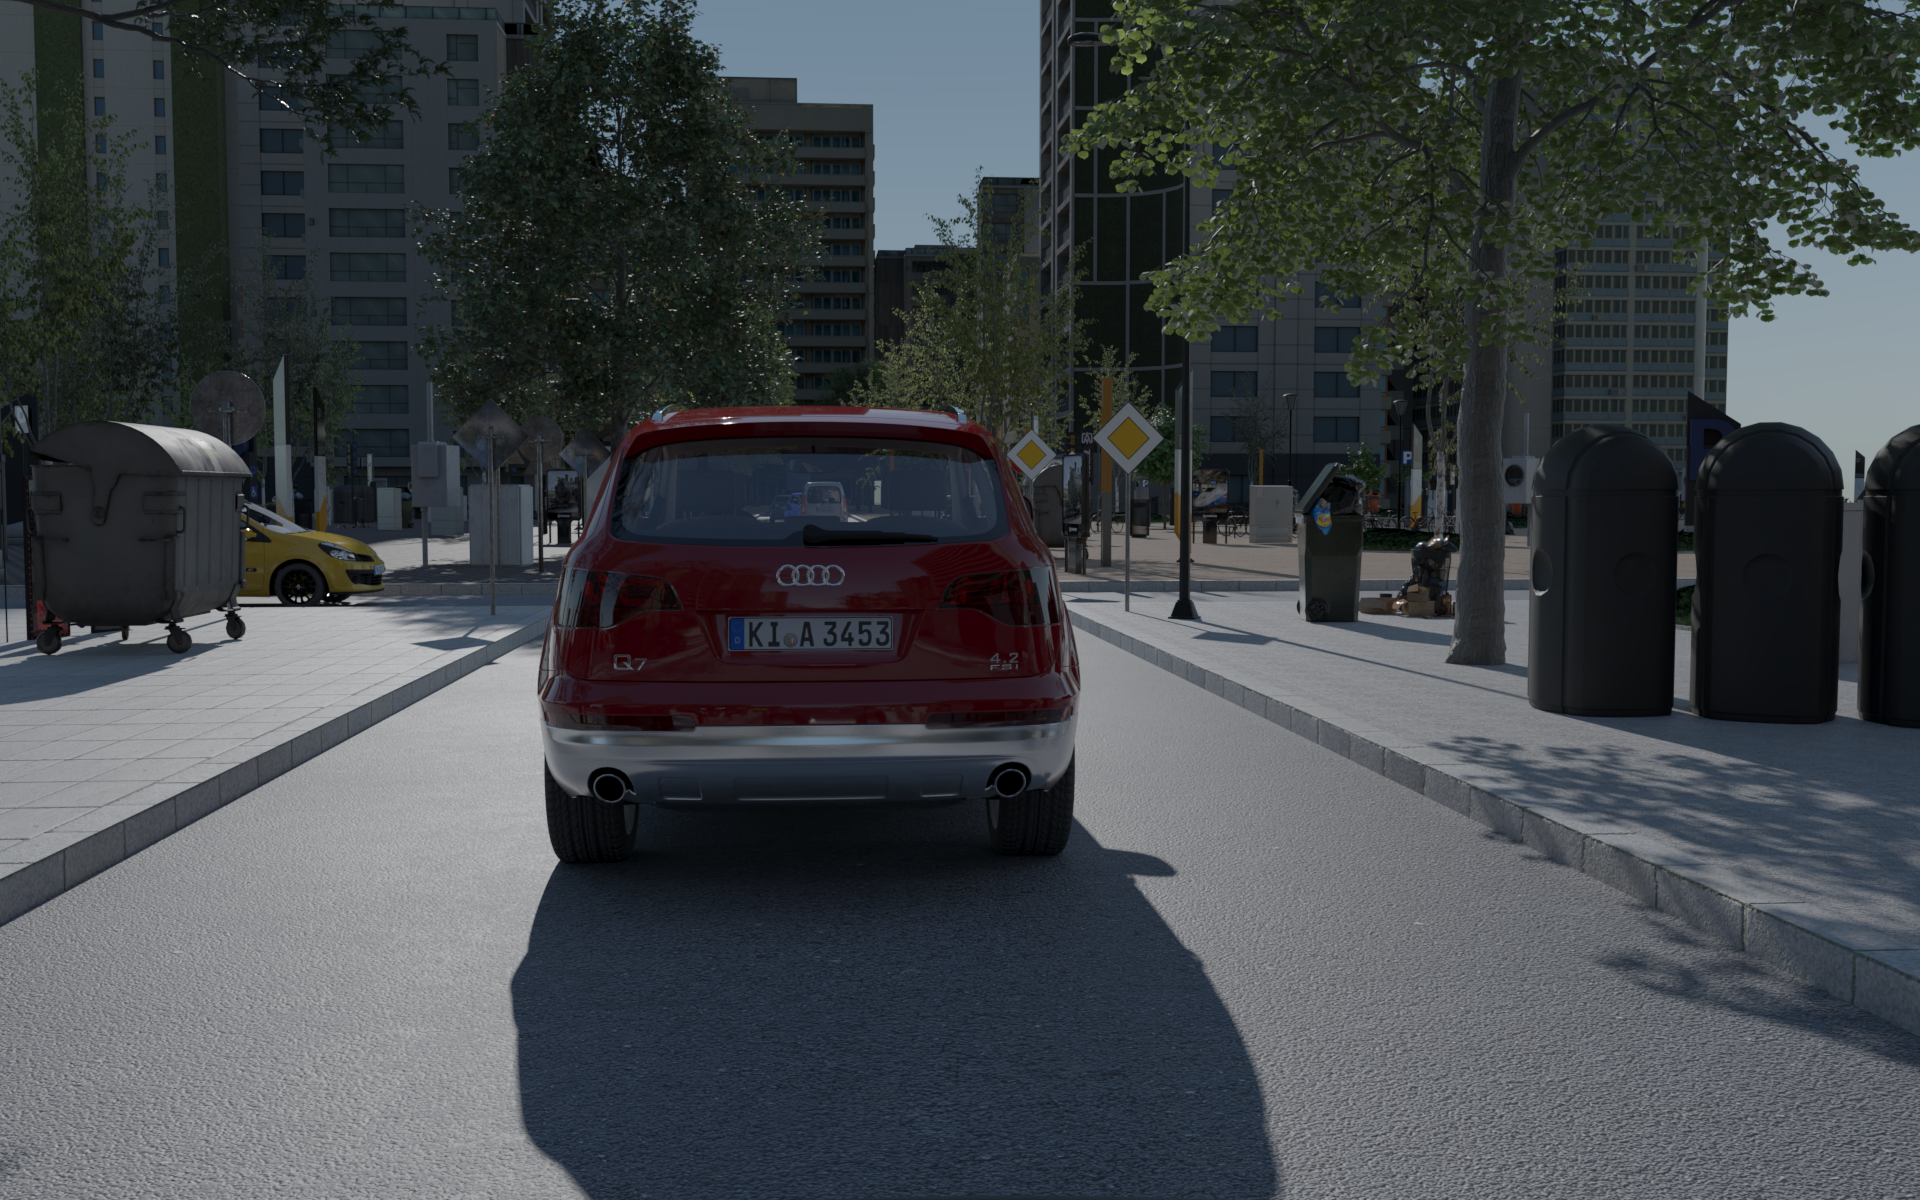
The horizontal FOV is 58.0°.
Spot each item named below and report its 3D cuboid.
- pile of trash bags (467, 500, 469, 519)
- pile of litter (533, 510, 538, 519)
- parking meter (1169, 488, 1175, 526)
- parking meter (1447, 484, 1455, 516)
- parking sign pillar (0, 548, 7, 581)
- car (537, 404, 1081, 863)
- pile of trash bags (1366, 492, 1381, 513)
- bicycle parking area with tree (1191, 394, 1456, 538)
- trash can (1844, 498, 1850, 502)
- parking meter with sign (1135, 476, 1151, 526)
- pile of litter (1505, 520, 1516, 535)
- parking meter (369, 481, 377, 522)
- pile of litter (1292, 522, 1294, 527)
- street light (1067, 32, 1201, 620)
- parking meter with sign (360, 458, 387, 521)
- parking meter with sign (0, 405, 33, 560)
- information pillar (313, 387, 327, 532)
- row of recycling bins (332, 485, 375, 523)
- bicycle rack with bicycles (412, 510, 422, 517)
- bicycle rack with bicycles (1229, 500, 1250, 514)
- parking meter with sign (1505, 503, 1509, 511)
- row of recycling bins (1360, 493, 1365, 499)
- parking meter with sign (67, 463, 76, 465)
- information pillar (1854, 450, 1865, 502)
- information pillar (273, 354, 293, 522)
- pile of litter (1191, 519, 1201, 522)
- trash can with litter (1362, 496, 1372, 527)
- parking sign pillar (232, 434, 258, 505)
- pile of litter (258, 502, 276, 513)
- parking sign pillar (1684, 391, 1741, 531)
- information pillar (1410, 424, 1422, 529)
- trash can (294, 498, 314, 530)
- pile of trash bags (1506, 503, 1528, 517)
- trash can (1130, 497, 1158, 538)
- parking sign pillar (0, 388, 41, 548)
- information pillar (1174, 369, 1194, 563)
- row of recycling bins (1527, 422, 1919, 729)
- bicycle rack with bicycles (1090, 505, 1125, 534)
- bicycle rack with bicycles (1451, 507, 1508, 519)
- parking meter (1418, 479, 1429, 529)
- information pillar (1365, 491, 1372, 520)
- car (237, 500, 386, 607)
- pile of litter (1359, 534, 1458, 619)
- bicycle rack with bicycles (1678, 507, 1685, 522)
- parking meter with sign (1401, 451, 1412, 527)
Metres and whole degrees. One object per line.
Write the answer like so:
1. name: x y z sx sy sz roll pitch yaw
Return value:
1. pile of trash bags: -24.420 -4.973 91.058 3.447 1.369 1.912 1 4 10
2. pile of litter: -21.940 -4.496 87.475 1.719 0.858 1.176 -2 4 -24
3. parking meter: 8.696 -3.787 70.329 0.372 1.533 0.369 0 3 0
4. parking meter: 28.758 -5.861 101.530 0.399 1.863 0.255 3 4 37
5. parking sign pillar: -14.814 -2.253 25.308 1.447 3.967 1.447 -1 4 -20
6. car: -0.701 0.021 8.329 2.281 1.827 5.304 0 4 -5
7. pile of trash bags: 17.250 -4.161 77.793 3.447 1.369 1.912 -1 4 -11
8. bicycle parking area with tree: 11.519 -3.922 51.120 8.231 4.147 9.016 -2 4 -26
9. trash can: 29.677 -2.873 58.625 0.748 1.137 0.748 0 3 0
10. parking meter with sign: 7.367 -4.489 69.655 0.543 3.016 1.738 -1 4 -13
11. pile of litter: 16.762 -2.493 54.719 1.719 0.858 1.176 0 4 0
12. parking meter: -27.268 -4.573 80.481 0.255 1.863 0.399 -2 4 -27
13. pile of litter: 10.759 -2.727 58.550 1.176 0.858 1.719 3 4 38
14. street light: 1.777 -2.759 17.656 1.470 5.913 1.316 0 4 -5
15. parking meter with sign: -27.852 -5.314 83.149 1.738 3.016 0.543 -1 4 -16
16. parking meter with sign: -18.948 -2.281 33.552 0.543 3.016 1.738 3 4 37
17. information pillar: -14.054 -2.855 38.032 0.183 3.616 0.504 0 4 -1
18. row of recycling bins: -27.073 -4.301 77.427 1.069 1.692 3.534 0 4 1
19. bicycle rack with bicycles: -31.284 -5.135 97.337 2.852 0.926 2.925 -1 4 -18
20. bicycle rack with bicycles: 16.014 -5.109 96.909 2.852 0.926 2.925 -2 4 -24
21. parking meter with sign: 32.136 -6.344 99.987 1.738 3.016 0.543 -1 4 -19
22. row of recycling bins: 22.010 -5.496 96.980 1.069 1.692 3.534 0 4 -1
23. parking meter with sign: -21.955 -2.865 43.109 0.543 3.016 1.738 1 4 20
24. information pillar: 47.210 -6.090 90.930 0.504 3.616 0.183 3 5 41
25. information pillar: -11.453 -2.322 29.318 0.183 3.616 0.504 -3 5 -43
26. pile of litter: 10.425 -3.971 78.895 1.176 0.858 1.719 0 4 8
27. trash can with litter: 13.824 -3.086 61.507 2.233 1.210 1.678 1 4 20
28. parking sign pillar: -21.748 -3.876 51.850 1.447 3.967 1.447 1 4 10
29. pile of litter: -36.722 -4.743 91.507 1.176 0.858 1.719 2 4 34
30. parking sign pillar: 19.552 -3.454 44.952 1.447 3.967 1.447 1 4 18
31. information pillar: 15.302 -4.083 58.104 0.504 3.616 0.183 -3 5 -39
32. trash can: -21.509 -2.753 56.658 0.748 1.137 0.748 0 3 0
33. pile of trash bags: 30.400 -4.952 90.723 3.447 1.369 1.912 2 4 32
34. trash can: 5.274 -2.406 50.991 0.748 1.137 0.748 0 3 0
35. parking sign pillar: -24.025 -3.388 43.869 1.447 3.967 1.447 -1 4 -20
36. information pillar: 4.185 -2.510 32.386 0.183 3.616 0.504 3 5 39
37. row of recycling bins: 5.124 -0.171 9.908 3.534 1.692 1.069 1 4 15
38. bicycle rack with bicycles: 4.206 -2.646 56.652 2.852 0.926 2.925 3 4 38
39. bicycle rack with bicycles: 23.725 -4.028 79.245 2.852 0.926 2.925 0 4 -1
40. parking meter: 17.178 -3.586 64.345 0.399 1.863 0.255 3 5 41
41. information pillar: 19.935 -4.901 84.621 0.304 2.012 0.304 1 4 21
42. car: -9.456 -0.731 22.180 3.980 1.641 2.015 0 4 -5
43. pile of litter: 4.844 -0.280 18.548 1.176 0.858 1.719 0 4 1
44. bicycle rack with bicycles: 35.148 -4.478 86.595 2.925 0.926 2.852 0 4 -1
45. parking meter with sign: 17.954 -4.446 68.947 0.543 3.016 1.738 0 4 5
